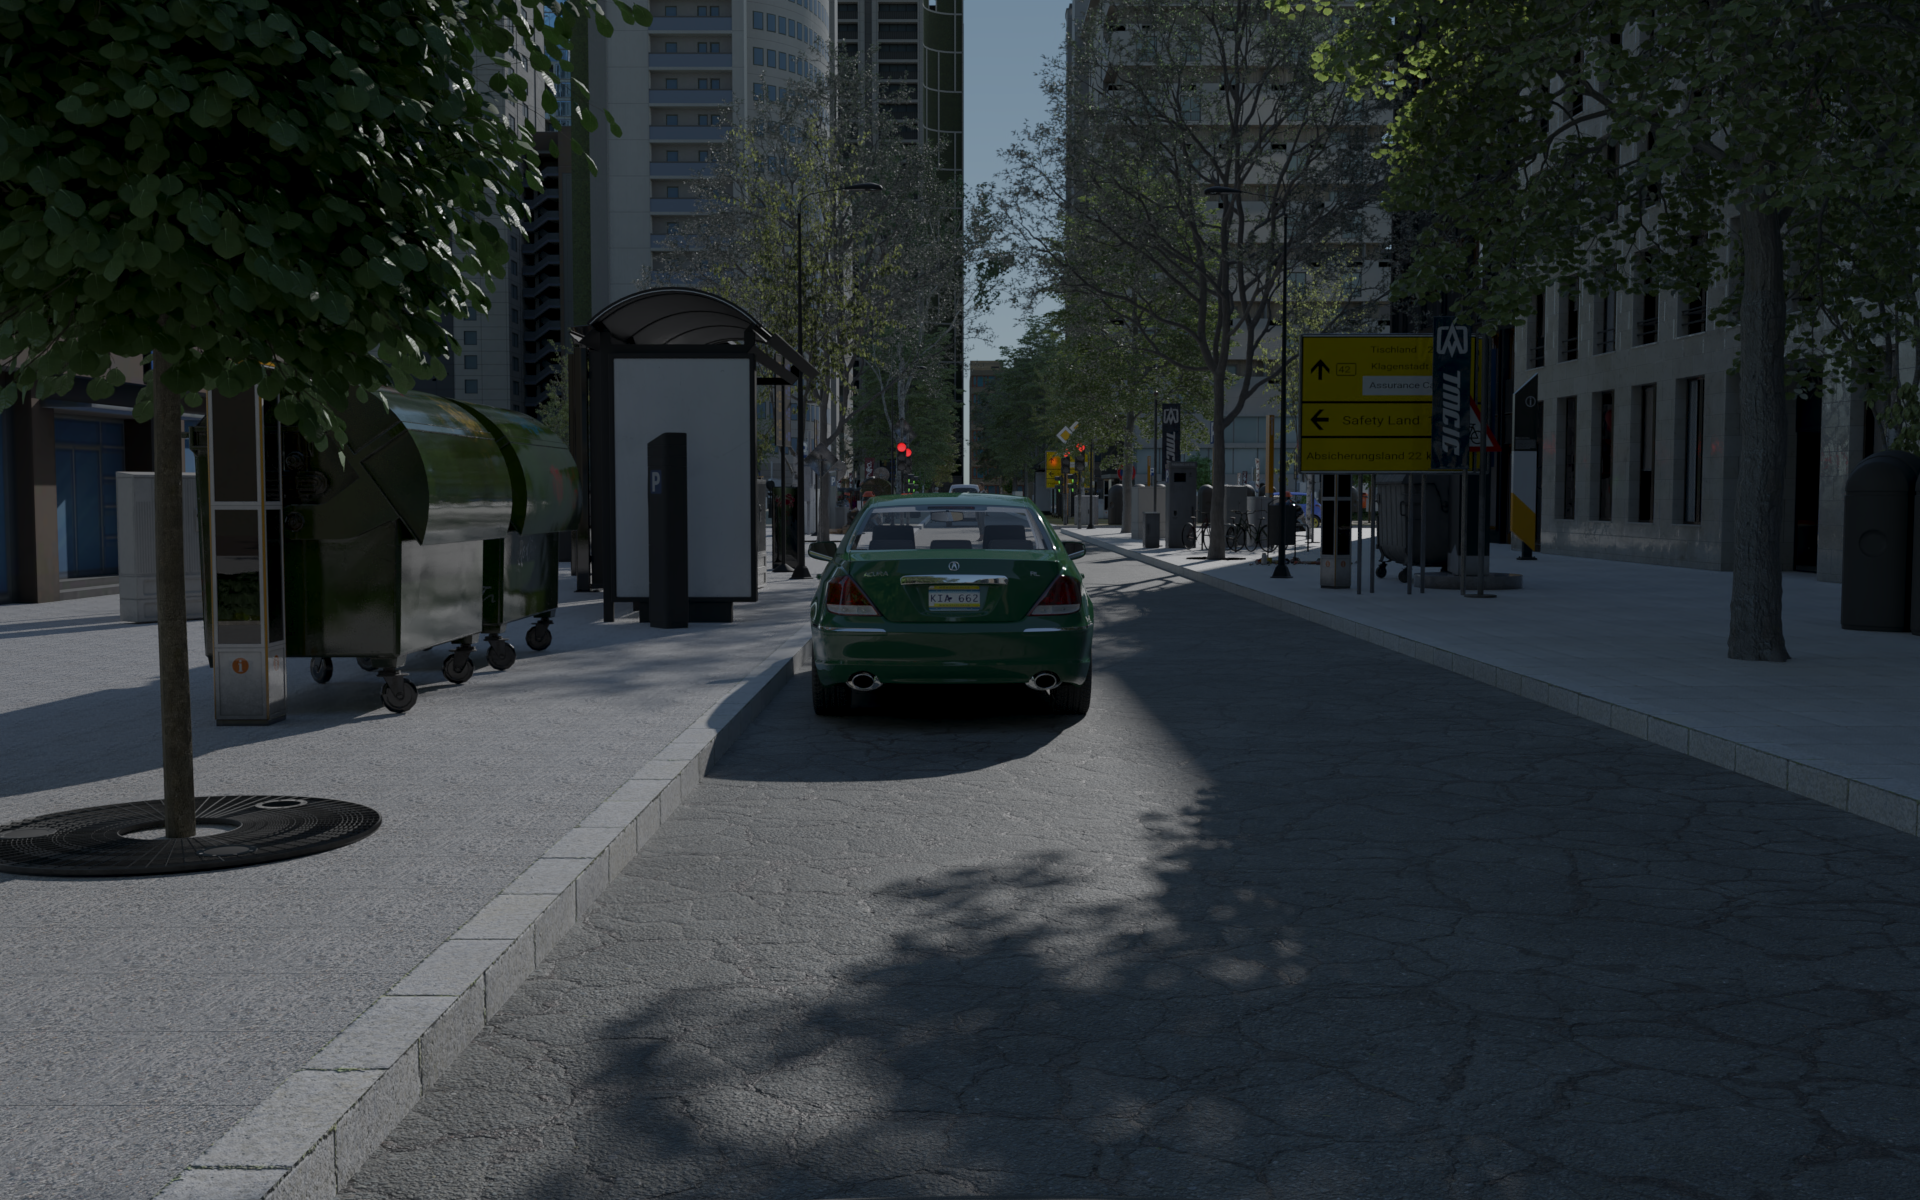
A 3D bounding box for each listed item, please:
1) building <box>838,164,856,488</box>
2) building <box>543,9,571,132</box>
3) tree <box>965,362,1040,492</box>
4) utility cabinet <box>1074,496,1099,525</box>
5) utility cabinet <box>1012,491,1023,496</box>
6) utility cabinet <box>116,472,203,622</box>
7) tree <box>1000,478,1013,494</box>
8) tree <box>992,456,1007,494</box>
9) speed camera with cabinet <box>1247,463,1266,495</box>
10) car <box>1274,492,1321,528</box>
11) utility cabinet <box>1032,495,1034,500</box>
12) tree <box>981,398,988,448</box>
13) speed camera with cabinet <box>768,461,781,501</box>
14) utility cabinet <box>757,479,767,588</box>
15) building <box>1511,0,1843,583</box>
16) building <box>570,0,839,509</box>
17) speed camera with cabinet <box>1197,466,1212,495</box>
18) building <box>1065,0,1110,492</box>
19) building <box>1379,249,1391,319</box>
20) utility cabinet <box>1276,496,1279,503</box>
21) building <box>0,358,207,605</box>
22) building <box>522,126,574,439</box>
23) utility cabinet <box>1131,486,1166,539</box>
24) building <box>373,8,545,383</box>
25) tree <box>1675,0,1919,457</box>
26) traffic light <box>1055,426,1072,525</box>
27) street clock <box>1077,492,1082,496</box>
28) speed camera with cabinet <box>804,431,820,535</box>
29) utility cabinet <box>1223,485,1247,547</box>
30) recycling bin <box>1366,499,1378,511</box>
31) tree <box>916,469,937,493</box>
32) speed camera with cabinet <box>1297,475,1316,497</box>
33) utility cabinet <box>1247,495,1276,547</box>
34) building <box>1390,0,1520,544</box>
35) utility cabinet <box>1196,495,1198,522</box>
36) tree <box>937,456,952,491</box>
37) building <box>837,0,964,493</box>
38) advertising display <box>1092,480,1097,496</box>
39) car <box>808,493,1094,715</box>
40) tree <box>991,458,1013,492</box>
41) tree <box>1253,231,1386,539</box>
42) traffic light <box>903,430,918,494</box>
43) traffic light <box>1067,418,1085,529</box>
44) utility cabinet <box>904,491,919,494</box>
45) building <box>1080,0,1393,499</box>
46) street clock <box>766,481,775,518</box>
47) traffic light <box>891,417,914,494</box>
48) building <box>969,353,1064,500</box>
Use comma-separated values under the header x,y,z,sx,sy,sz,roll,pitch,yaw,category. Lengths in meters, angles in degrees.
x,y,z,sx,sy,sz,roll,pitch,yaw,category
-24.153,-30.908,197.223,23.993,40.220,32.217,0,4,0,building
-64.136,-57.137,246.859,31.000,86.520,22.319,0,4,0,building
5.347,-15.805,165.060,9.857,13.997,8.962,0,3,0,tree
5.291,-3.756,72.578,1.020,1.237,0.306,2,4,35,utility cabinet
4.780,-8.296,144.316,0.318,1.500,1.173,2,4,34,utility cabinet
-7.892,-0.543,17.556,0.318,1.500,1.173,2,4,32,utility cabinet
5.196,-11.137,176.698,1.663,3.219,1.824,0,3,0,tree
4.654,-14.258,183.487,4.737,8.622,4.395,0,3,0,tree
18.955,-7.157,111.355,2.038,3.252,0.660,3,4,38,speed camera with cabinet
12.592,-3.629,68.926,3.694,1.707,1.945,0,3,0,car
6.512,-8.147,144.365,1.020,1.237,0.306,-2,4,-31,utility cabinet
5.301,-11.741,110.086,7.486,12.596,7.792,0,3,0,tree
-10.800,-6.698,103.854,0.660,3.252,2.038,-2,4,-32,speed camera with cabinet
-2.843,-0.894,23.293,0.318,1.500,1.173,0,4,4,utility cabinet
17.786,-10.749,30.491,10.420,20.320,16.860,0,4,0,building
-22.629,-37.767,159.492,21.231,58.520,28.212,0,4,0,building
17.256,-7.932,124.021,2.038,3.252,0.660,3,4,37,speed camera with cabinet
22.623,-40.211,199.455,21.231,58.520,28.212,0,4,0,building
49.331,-26.699,208.225,14.107,30.474,14.160,0,4,0,building
9.620,-2.619,53.979,0.306,1.237,1.020,3,5,42,utility cabinet
-17.495,-22.705,21.345,14.600,45.320,14.200,0,4,0,building
-43.289,-34.028,206.463,14.200,45.320,14.600,0,4,0,building
5.382,-2.475,49.138,1.173,1.500,0.318,-3,4,-37,utility cabinet
-60.683,-46.772,202.971,20.611,71.187,20.563,0,4,0,building
10.542,-4.252,19.880,4.737,8.622,4.395,0,3,0,tree
4.326,-5.041,71.337,0.839,4.253,0.868,0,4,0,traffic light
5.684,-4.738,82.038,0.358,2.002,0.471,0,4,0,street clock
-4.851,-3.718,55.121,0.660,3.252,2.038,0,4,5,speed camera with cabinet
6.598,-2.039,42.015,0.318,1.500,1.173,2,4,33,utility cabinet
23.205,-5.177,97.203,0.722,1.027,0.722,0,4,5,recycling bin
-3.755,-10.977,163.190,4.285,4.588,4.351,0,3,0,tree
25.925,-8.291,129.886,0.660,3.252,2.038,-1,4,-23,speed camera with cabinet
7.312,-1.906,42.324,0.306,1.237,1.020,-1,4,-12,utility cabinet
19.901,-13.298,47.100,12.332,23.373,15.834,0,4,0,building
10.588,-4.135,78.769,0.306,1.237,1.020,-1,4,-10,utility cabinet
-3.140,-15.991,211.820,4.360,8.622,3.978,0,3,0,tree
-9.730,-49.450,246.755,20.611,71.187,20.563,0,4,0,building
6.190,-4.594,80.319,0.123,1.923,0.974,0,4,-7,advertising display
-0.085,-0.054,12.679,2.131,1.459,4.920,0,4,-1,car
5.067,-15.483,203.511,4.360,8.622,3.978,0,3,0,tree
10.043,-6.039,49.107,4.360,8.622,3.978,0,3,0,tree
-2.135,-5.038,71.295,0.839,4.253,0.868,0,4,0,traffic light
4.359,-4.552,63.352,0.839,4.253,0.868,0,4,0,traffic light
-3.530,-7.063,124.161,1.173,1.500,0.318,0,4,1,utility cabinet
27.127,-35.634,171.848,28.713,52.752,27.495,0,4,0,building
-10.125,-5.380,92.533,0.358,2.002,0.471,3,4,37,street clock
-2.102,-4.550,63.310,0.839,4.253,0.868,0,4,0,traffic light
15.902,-24.864,251.569,28.899,21.520,27.650,0,4,0,building
